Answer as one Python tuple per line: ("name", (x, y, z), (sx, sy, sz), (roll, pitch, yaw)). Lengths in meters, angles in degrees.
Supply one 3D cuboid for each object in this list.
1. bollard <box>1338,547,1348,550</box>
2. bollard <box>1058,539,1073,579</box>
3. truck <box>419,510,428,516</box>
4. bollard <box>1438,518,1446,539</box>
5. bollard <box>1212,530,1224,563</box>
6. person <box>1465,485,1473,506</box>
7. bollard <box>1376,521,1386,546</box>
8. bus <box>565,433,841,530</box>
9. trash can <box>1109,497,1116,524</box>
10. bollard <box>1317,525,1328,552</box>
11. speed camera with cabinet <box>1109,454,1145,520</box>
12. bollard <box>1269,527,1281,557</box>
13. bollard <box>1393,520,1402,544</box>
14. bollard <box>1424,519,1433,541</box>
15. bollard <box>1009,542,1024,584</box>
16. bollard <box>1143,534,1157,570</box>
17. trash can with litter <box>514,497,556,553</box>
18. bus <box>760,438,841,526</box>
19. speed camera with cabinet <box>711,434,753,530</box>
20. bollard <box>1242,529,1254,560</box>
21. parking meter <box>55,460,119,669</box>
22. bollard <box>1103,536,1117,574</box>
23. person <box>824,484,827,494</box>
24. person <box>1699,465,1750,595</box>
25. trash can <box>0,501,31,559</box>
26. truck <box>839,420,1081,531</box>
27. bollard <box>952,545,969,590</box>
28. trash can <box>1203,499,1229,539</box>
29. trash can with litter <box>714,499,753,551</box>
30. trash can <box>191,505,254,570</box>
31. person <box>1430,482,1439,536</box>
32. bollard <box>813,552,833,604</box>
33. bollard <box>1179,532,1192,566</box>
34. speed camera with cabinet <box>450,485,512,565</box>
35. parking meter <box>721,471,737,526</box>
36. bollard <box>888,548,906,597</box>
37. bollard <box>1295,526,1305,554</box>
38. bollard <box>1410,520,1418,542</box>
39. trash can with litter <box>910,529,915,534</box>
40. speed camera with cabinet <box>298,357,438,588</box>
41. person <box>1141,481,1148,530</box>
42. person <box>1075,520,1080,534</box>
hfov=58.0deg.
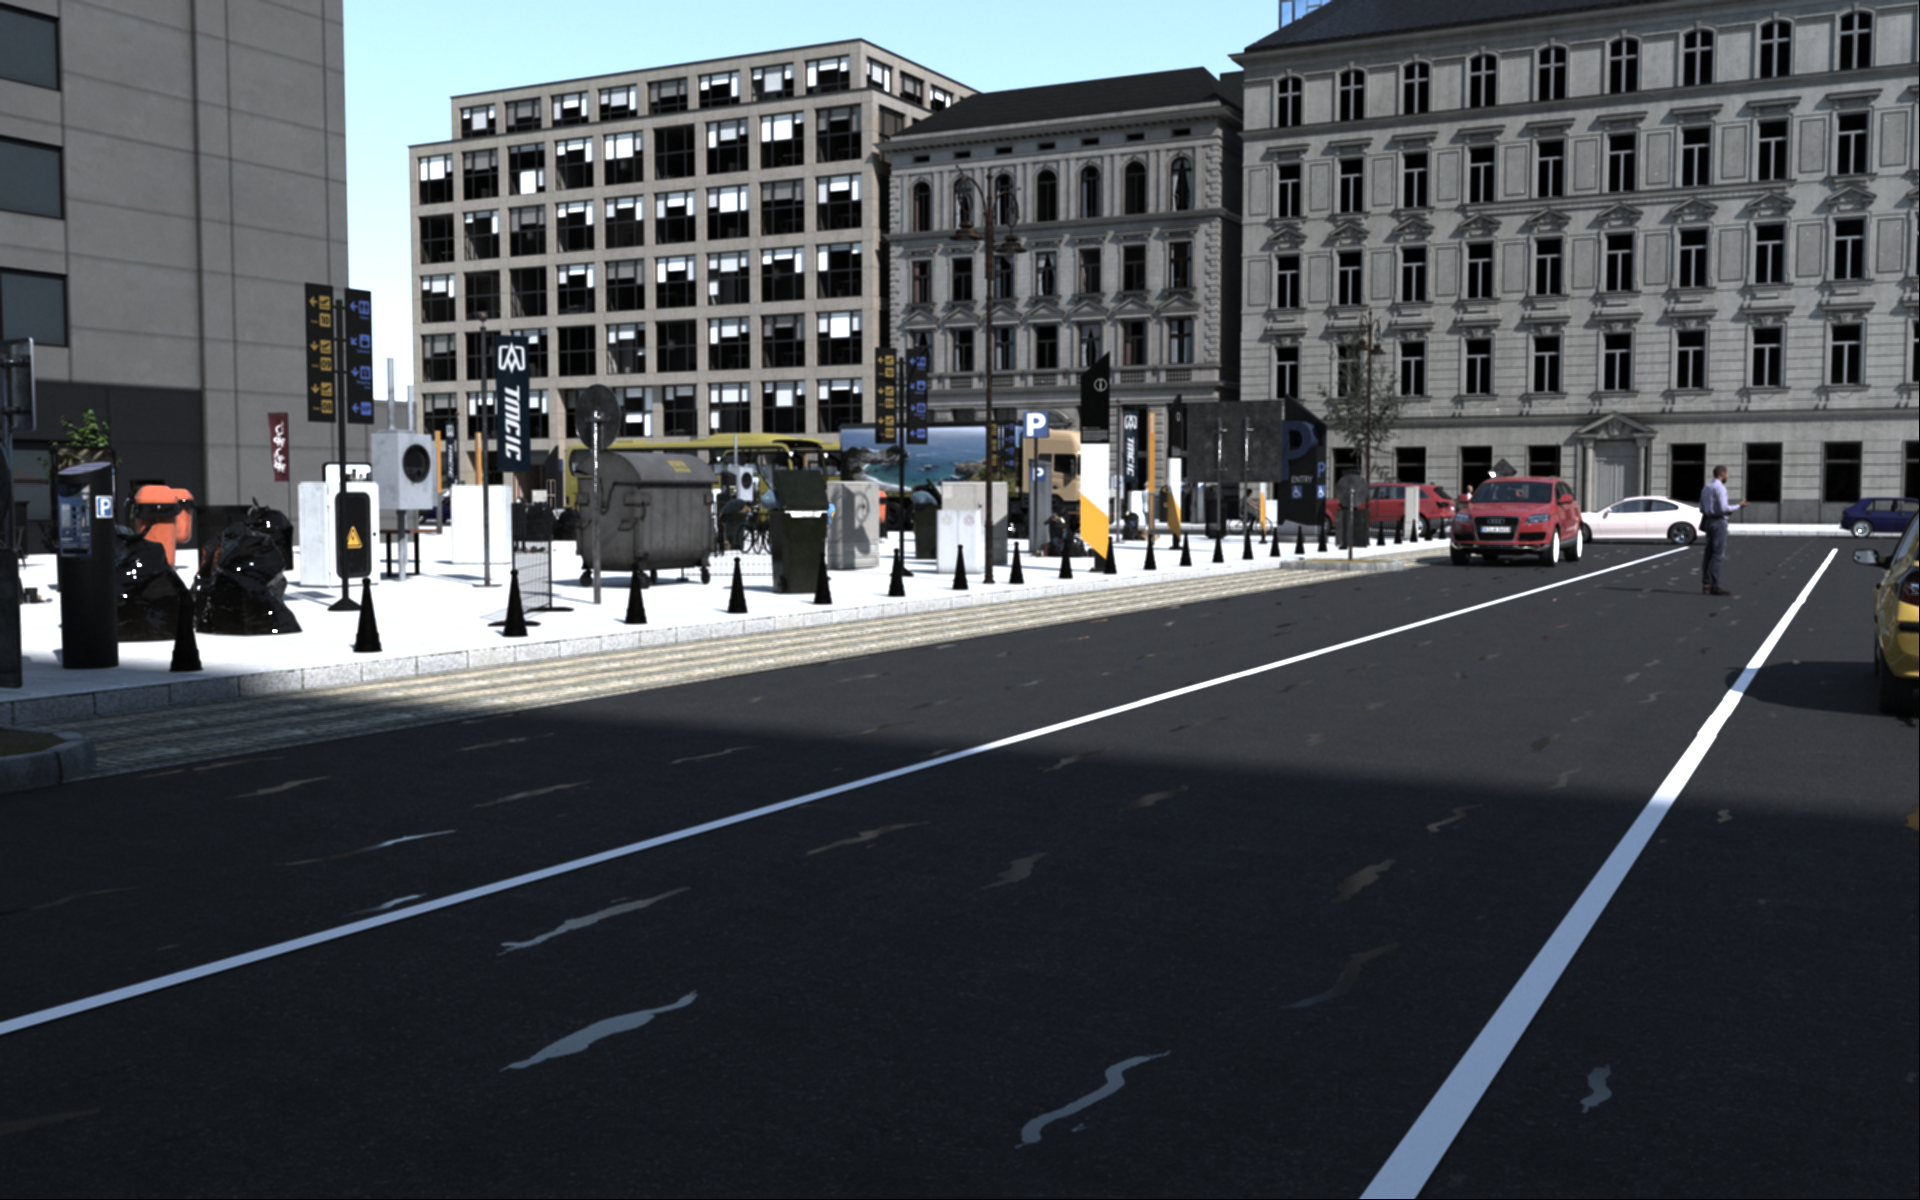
("bollard", (8.866, -1.469, 40.058), (0.229, 0.601, 0.229), (0, 3, 0))
("bollard", (1.607, -0.628, 26.303), (0.229, 0.601, 0.229), (0, 3, 0))
("truck", (-30.363, -5.834, 84.300), (11.283, 4.237, 2.839), (2, 4, 27))
("bollard", (13.704, -2.029, 49.219), (0.229, 0.601, 0.229), (0, 3, 0))
("bollard", (4.831, -1.000, 32.399), (0.229, 0.601, 0.229), (0, 3, 0))
("person", (17.852, -3.180, 61.170), (0.598, 1.740, 0.731), (0, 4, 6))
("bollard", (10.480, -1.655, 43.103), (0.229, 0.601, 0.229), (0, 3, 0))
("bus", (-10.810, -4.890, 71.494), (12.252, 3.916, 2.896), (2, 4, 29))
("trash can", (6.248, -3.788, 73.580), (0.748, 1.137, 0.748), (0, 3, 0))
("bollard", (8.069, -1.376, 38.533), (0.229, 0.601, 0.229), (0, 3, 0))
("speed camera with cabinet", (8.361, -5.595, 85.807), (2.038, 3.252, 0.660), (-1, 4, -14))
("bollard", (6.458, -1.189, 35.486), (0.229, 0.601, 0.229), (0, 3, 0))
("bollard", (11.292, -1.749, 44.636), (0.229, 0.601, 0.229), (0, 3, 0))
("bollard", (12.902, -1.936, 47.696), (0.229, 0.601, 0.229), (0, 3, 0))
("bollard", (0.809, -0.534, 24.779), (0.229, 0.601, 0.229), (0, 3, 0))
("bollard", (3.222, -0.814, 29.349), (0.229, 0.601, 0.229), (0, 3, 0))
("trash can with litter", (-9.692, -1.660, 38.203), (1.678, 1.210, 2.233), (-2, 4, -31))
("bus", (-5.367, -5.163, 75.958), (12.252, 3.916, 2.896), (2, 4, 29))
("speed camera with cabinet", (-7.649, -3.824, 56.863), (0.660, 3.252, 2.038), (2, 4, 32))
("bollard", (5.644, -1.095, 33.947), (0.229, 0.601, 0.229), (0, 3, 0))
("parking meter", (-6.456, -0.270, 12.818), (0.372, 1.533, 0.369), (0, 3, 0))
("bollard", (2.414, -0.721, 27.823), (0.229, 0.601, 0.229), (0, 3, 0))
("person", (-5.125, -3.557, 66.804), (0.875, 1.805, 0.789), (1, 4, 14))
("person", (10.903, -0.999, 24.699), (0.599, 1.838, 0.709), (0, 4, -5))
("trash can", (-18.827, -1.387, 34.328), (0.748, 1.137, 0.748), (0, 3, 0))
("truck", (0.734, -4.796, 67.325), (11.283, 4.237, 2.839), (2, 4, 28))
("bollard", (0.004, -0.441, 23.258), (0.229, 0.601, 0.229), (0, 3, 0))
("trash can", (7.384, -2.340, 49.920), (0.748, 1.137, 0.748), (0, 3, 0))
("trash can with litter", (-5.227, -1.717, 39.460), (0.624, 1.170, 1.055), (2, 4, 24))
("trash can", (-9.439, -0.645, 22.195), (0.748, 1.137, 0.748), (0, 3, 0))
("person", (16.154, -3.124, 59.445), (0.748, 1.841, 0.638), (-1, 4, -18))
("bollard", (-1.602, -0.255, 20.215), (0.229, 0.601, 0.229), (0, 3, 0))
("bollard", (4.025, -0.907, 30.873), (0.229, 0.601, 0.229), (0, 3, 0))
("speed camera with cabinet", (-9.254, -2.278, 31.574), (2.038, 3.252, 0.660), (0, 4, 1))
("parking meter", (-5.871, -2.343, 44.017), (0.255, 1.863, 0.399), (-3, 5, -42))
("bollard", (-0.796, -0.348, 21.735), (0.229, 0.601, 0.229), (0, 3, 0))
("bollard", (7.261, -1.282, 37.007), (0.229, 0.601, 0.229), (0, 3, 0))
("bollard", (12.101, -1.843, 46.174), (0.229, 0.601, 0.229), (0, 3, 0))
("trash can with litter", (-1.069, -2.726, 55.953), (1.055, 1.170, 0.624), (0, 4, -7))
("speed camera with cabinet", (-8.372, -1.842, 24.459), (0.660, 3.252, 2.038), (2, 4, 26))
("person", (6.025, -2.902, 55.831), (0.514, 1.842, 0.818), (2, 4, 33))
("person", (4.314, -2.742, 61.615), (0.655, 0.850, 0.859), (-2, 4, -30))
